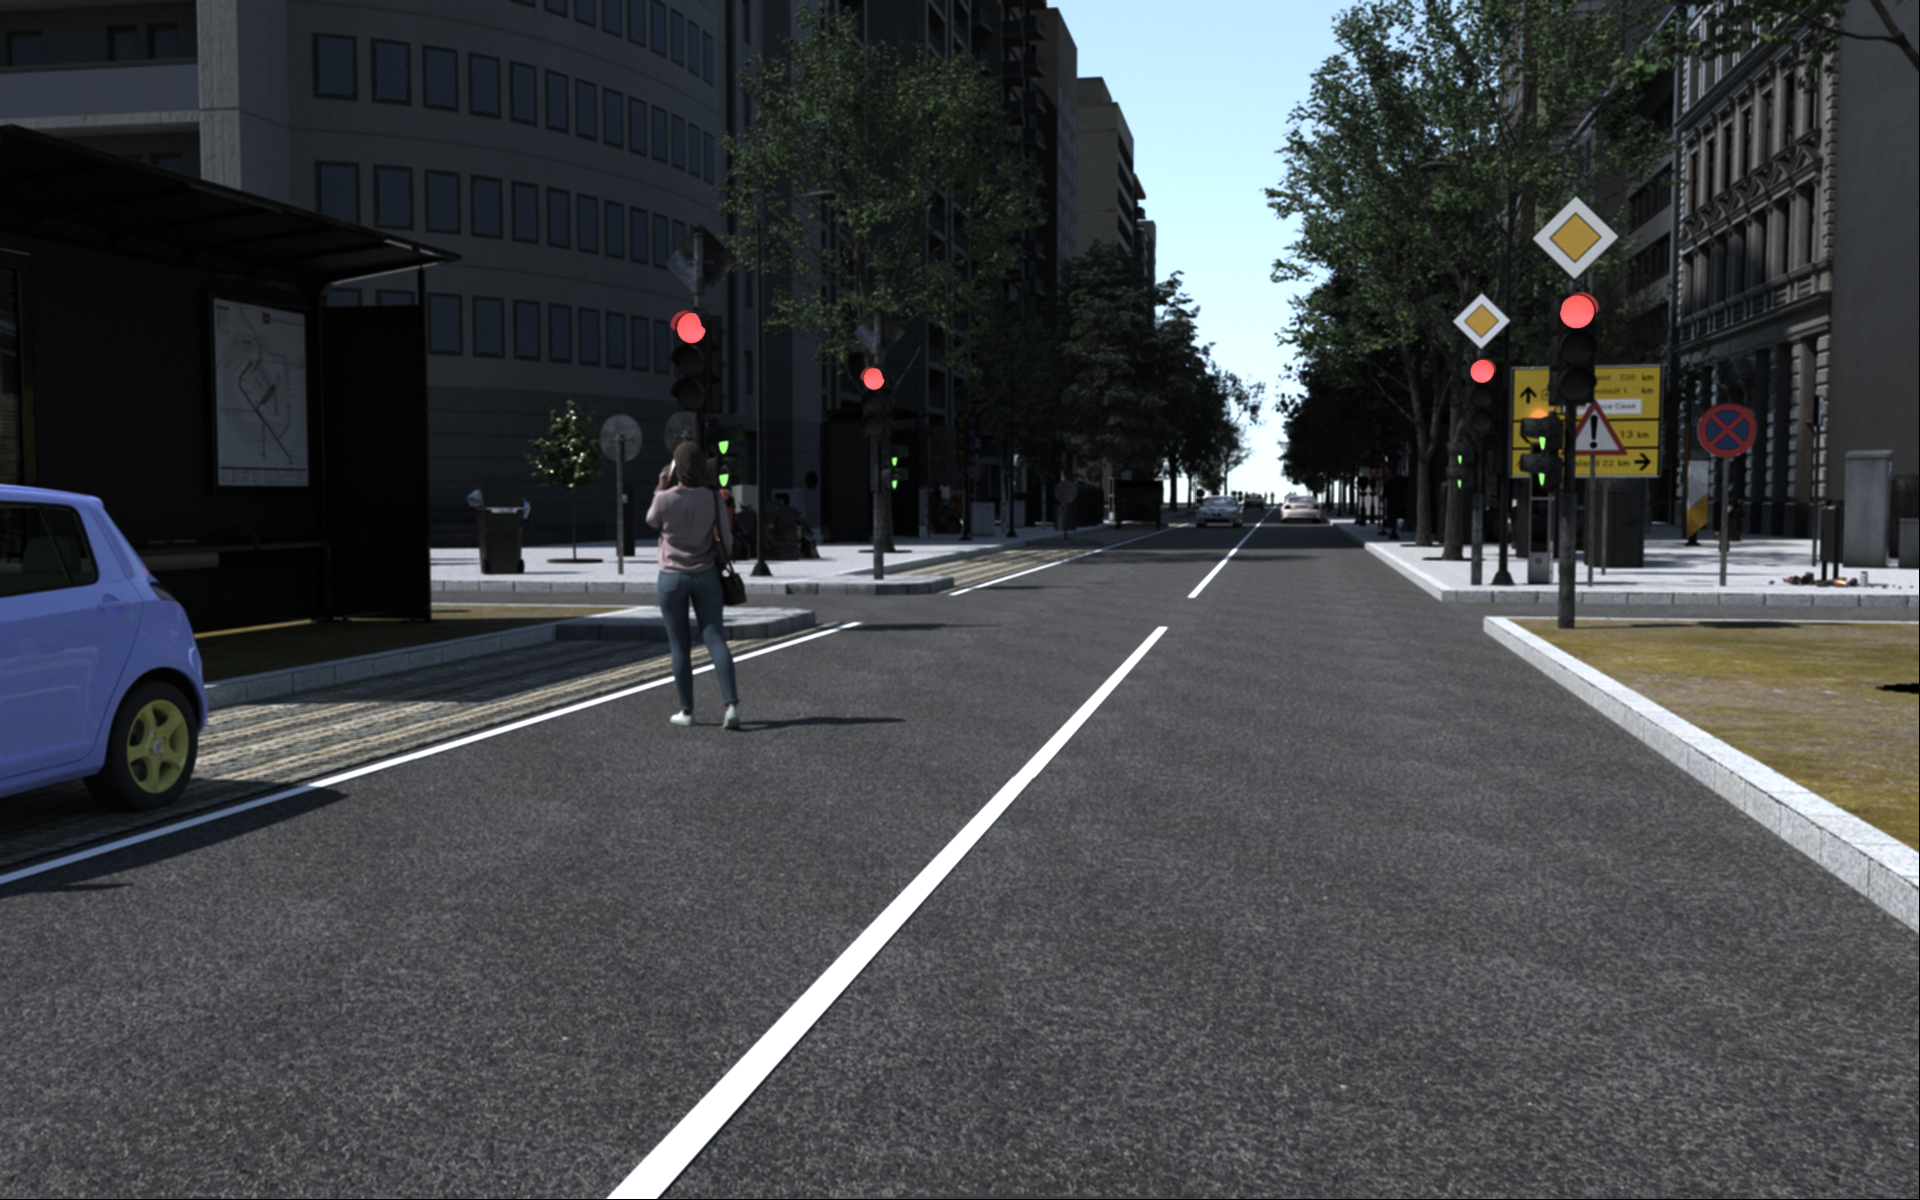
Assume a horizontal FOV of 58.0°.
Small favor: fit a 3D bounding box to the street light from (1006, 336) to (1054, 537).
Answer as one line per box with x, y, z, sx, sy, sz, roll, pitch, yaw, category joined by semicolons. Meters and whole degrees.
2.065;-4.805;51.102;1.470;5.913;1.316;1;4;11;street light

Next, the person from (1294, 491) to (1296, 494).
46.078;-14.060;238.519;1.348;1.807;0.705;0;4;-4;person

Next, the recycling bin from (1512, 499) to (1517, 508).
26.353;-4.191;81.084;0.722;1.027;0.722;-1;4;-15;recycling bin

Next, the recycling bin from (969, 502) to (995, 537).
0.667;-2.450;52.616;0.722;1.027;0.722;0;4;-4;recycling bin

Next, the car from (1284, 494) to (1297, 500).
43.719;-13.405;228.216;2.155;1.783;4.494;1;4;11;car

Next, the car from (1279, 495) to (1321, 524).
16.674;-4.434;84.858;2.083;1.381;4.827;1;4;9;car

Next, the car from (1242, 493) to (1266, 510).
26.537;-9.014;156.412;2.155;1.783;4.494;1;4;9;car

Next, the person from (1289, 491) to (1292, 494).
44.188;-13.643;231.641;1.350;1.814;0.705;0;4;6;person

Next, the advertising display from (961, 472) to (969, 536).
0.145;-2.741;50.030;0.123;1.923;0.974;0;4;-6;advertising display

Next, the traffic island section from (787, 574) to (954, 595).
-1.242;-0.229;26.018;2.009;0.180;2.903;1;4;11;traffic island section

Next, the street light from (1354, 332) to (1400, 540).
11.714;-4.665;48.818;1.470;5.913;1.316;1;4;11;street light

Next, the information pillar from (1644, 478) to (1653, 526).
27.602;-3.973;69.447;0.304;2.012;0.304;1;4;19;information pillar

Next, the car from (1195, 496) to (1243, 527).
11.442;-3.909;76.280;2.083;1.381;4.827;1;4;12;car

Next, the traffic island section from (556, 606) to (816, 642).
-2.723;0.251;18.170;2.009;0.180;2.903;1;4;11;traffic island section

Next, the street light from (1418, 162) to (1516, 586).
7.114;-3.167;24.319;1.470;5.913;1.316;1;4;11;street light

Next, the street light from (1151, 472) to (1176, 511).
11.920;-7.979;102.998;1.470;5.913;1.316;1;4;11;street light

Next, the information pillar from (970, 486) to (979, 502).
0.547;-3.948;69.039;0.304;2.012;0.304;3;4;36;information pillar

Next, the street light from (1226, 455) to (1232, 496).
31.647;-14.369;207.475;1.470;5.913;1.316;1;4;11;street light

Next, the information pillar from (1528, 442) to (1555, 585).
8.273;-1.232;24.637;0.304;2.012;0.304;2;4;29;information pillar

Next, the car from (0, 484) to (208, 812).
-4.678;0.176;6.710;1.945;1.707;3.694;1;4;11;car

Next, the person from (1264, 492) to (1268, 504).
43.942;-14.623;248.120;0.750;1.759;0.617;3;5;45;person

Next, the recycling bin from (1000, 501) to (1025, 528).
2.006;-3.267;65.968;0.722;1.027;0.722;-2;4;-28;recycling bin

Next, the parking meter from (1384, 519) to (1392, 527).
16.610;-3.753;67.080;0.255;1.863;0.399;3;5;43;parking meter

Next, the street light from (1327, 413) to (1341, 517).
16.372;-6.178;73.557;1.470;5.913;1.316;1;4;11;street light

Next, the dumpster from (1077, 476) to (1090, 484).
6.564;-5.635;94.619;1.502;2.255;1.985;1;4;11;dumpster

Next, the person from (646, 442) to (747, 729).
-1.587;-0.093;10.616;0.593;1.750;0.643;-1;4;-20;person

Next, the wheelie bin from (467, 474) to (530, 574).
-7.443;-1.222;27.895;0.980;1.594;0.693;-2;4;-28;wheelie bin

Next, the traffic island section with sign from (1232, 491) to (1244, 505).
37.611;-13.660;231.961;1.989;1.847;2.006;1;4;11;traffic island section with sign

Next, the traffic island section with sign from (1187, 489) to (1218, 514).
17.312;-7.078;124.351;1.989;1.847;2.006;1;4;11;traffic island section with sign

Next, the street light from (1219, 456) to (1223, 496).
26.969;-12.892;183.331;1.470;5.913;1.316;1;4;11;street light

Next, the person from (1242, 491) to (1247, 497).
34.120;-12.125;207.270;0.750;1.759;0.617;0;4;4;person

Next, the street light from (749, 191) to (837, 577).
-2.578;-3.319;26.802;1.470;5.913;1.316;1;4;11;street light

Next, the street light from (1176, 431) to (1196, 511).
16.473;-9.481;127.560;1.470;5.913;1.316;1;4;11;street light

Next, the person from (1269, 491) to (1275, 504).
43.370;-14.192;240.620;0.705;1.814;1.350;-2;4;-29;person

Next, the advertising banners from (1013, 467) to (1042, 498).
3.810;-6.257;98.483;2.074;3.025;0.090;-2;4;-25;advertising banners

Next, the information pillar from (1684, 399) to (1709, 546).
18.231;-3.146;42.800;0.504;3.616;0.183;0;4;3;information pillar

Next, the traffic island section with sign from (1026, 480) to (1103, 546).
2.952;-2.420;48.197;1.989;1.847;2.006;1;4;11;traffic island section with sign

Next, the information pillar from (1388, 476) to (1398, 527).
17.100;-3.911;68.434;0.304;2.012;0.304;3;5;43;information pillar

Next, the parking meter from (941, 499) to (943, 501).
-1.108;-5.691;98.751;0.255;1.863;0.399;-1;4;-18;parking meter

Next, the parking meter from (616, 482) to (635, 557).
-6.890;-1.667;35.659;0.372;1.533;0.369;0;3;0;parking meter

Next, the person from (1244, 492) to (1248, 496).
39.669;-14.058;239.163;1.217;1.723;0.721;-2;4;-24;person

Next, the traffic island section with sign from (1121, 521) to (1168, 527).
8.005;-4.061;75.017;1.989;1.847;2.006;1;4;11;traffic island section with sign

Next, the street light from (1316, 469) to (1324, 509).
21.501;-7.827;100.506;1.470;5.913;1.316;1;4;11;street light

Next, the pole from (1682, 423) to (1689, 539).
20.827;-3.409;49.582;0.158;3.312;0.155;0;3;0;pole

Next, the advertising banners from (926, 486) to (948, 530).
-0.786;-4.046;62.342;0.090;3.025;2.074;1;4;21;advertising banners

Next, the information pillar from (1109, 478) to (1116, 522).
6.953;-4.518;78.355;0.304;2.012;0.304;-2;4;-33;information pillar
